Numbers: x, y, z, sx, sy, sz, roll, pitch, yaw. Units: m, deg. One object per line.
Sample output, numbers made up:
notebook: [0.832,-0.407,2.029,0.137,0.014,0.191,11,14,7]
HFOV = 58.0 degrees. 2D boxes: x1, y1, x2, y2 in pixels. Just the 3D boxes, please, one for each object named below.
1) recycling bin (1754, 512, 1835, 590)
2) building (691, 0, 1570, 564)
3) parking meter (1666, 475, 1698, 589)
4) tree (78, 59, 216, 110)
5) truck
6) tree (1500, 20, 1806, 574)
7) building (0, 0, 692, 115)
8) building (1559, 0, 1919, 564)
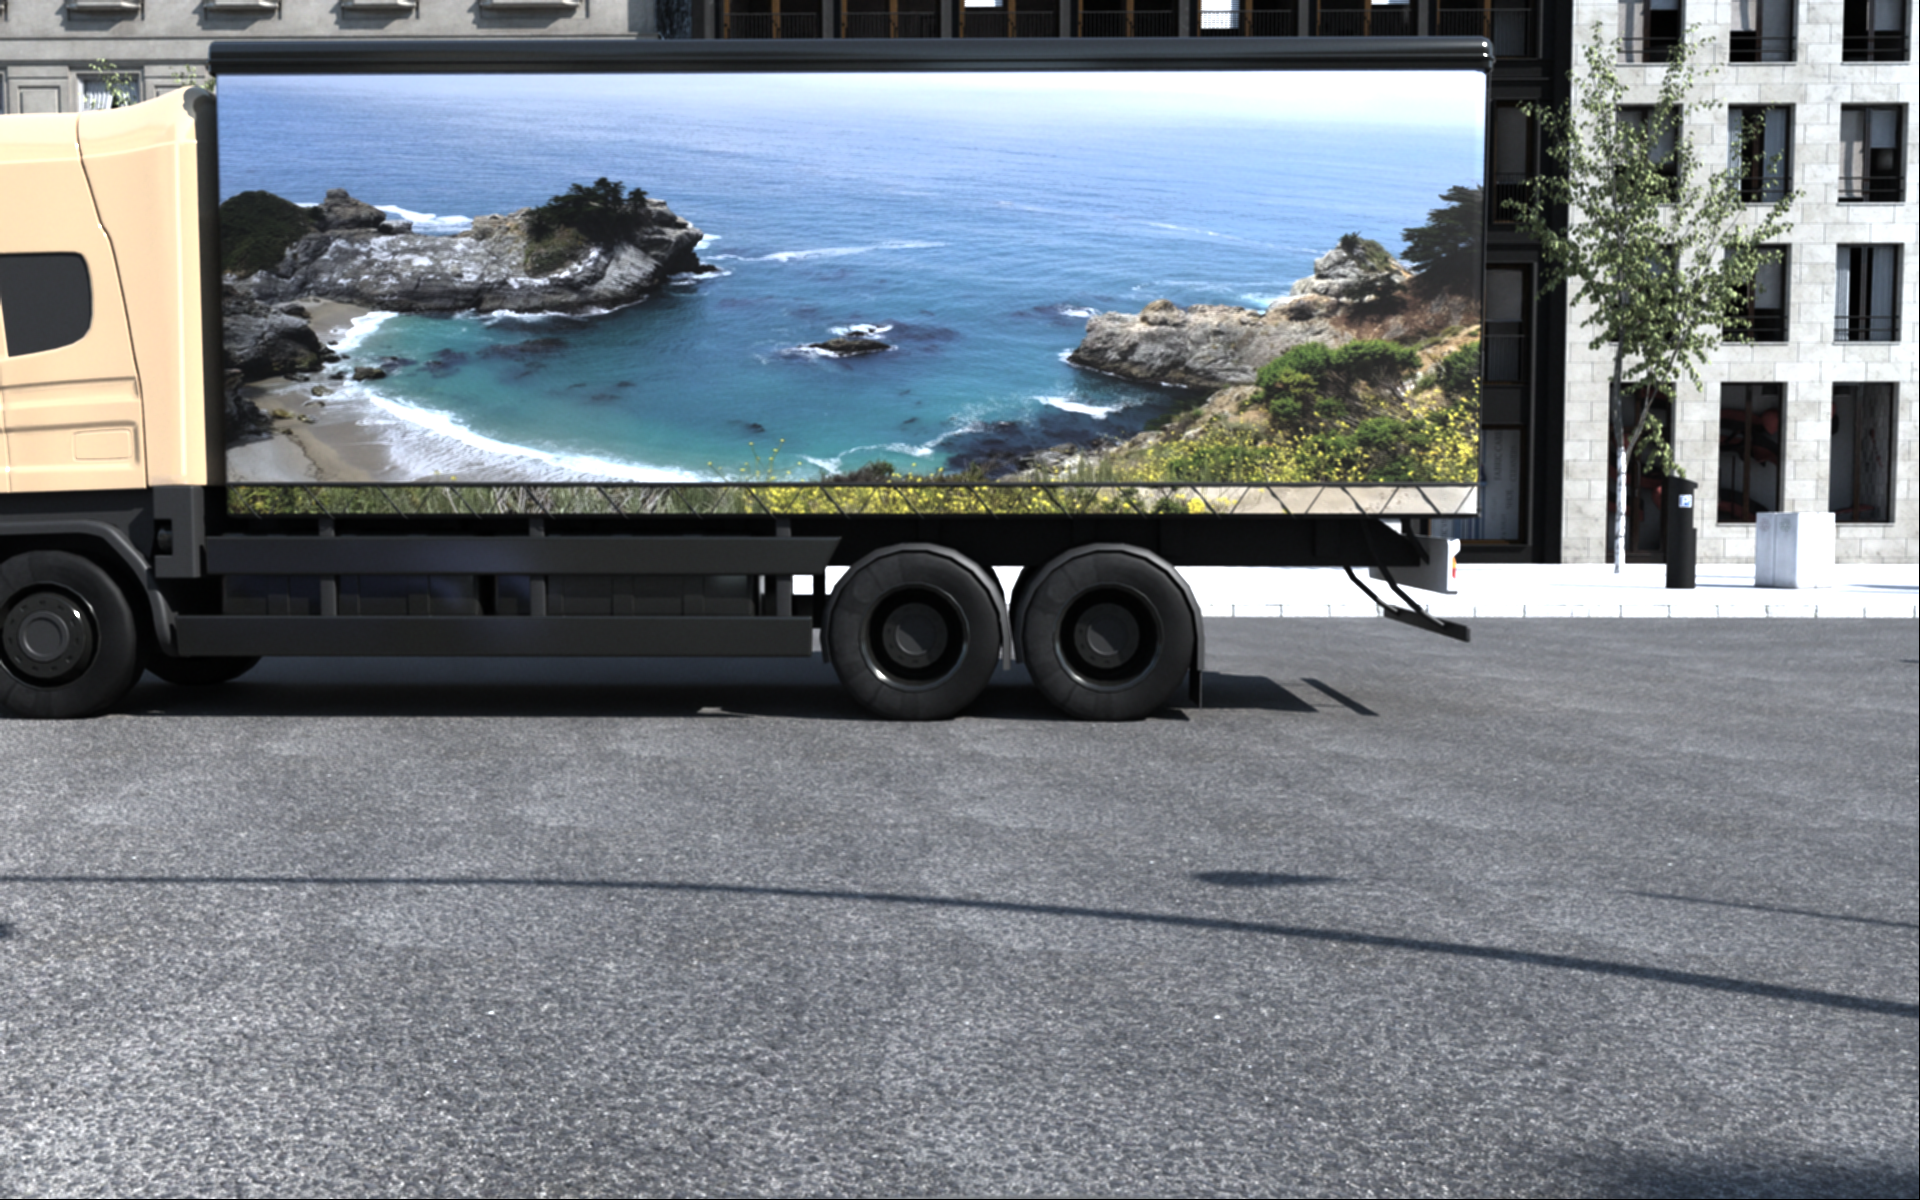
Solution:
recycling bin: [11.402,-0.680,23.669,0.722,1.027,0.722,-1,4,-23]
building: [3.167,-12.695,37.249,15.834,23.373,12.332,0,4,1]
parking meter: [9.797,-0.923,23.506,0.372,1.533,0.369,0,3,0]
tree: [-13.255,-4.804,28.902,4.737,8.622,4.395,0,3,0]
truck: [-2.347,-1.408,11.937,11.283,4.237,2.839,0,4,1]
tree: [10.820,-4.718,27.499,4.737,8.622,4.395,0,3,0]
building: [-19.735,-12.621,39.637,30.059,22.955,16.112,0,4,1]
building: [19.489,-11.085,36.000,16.860,20.320,10.420,0,4,1]
